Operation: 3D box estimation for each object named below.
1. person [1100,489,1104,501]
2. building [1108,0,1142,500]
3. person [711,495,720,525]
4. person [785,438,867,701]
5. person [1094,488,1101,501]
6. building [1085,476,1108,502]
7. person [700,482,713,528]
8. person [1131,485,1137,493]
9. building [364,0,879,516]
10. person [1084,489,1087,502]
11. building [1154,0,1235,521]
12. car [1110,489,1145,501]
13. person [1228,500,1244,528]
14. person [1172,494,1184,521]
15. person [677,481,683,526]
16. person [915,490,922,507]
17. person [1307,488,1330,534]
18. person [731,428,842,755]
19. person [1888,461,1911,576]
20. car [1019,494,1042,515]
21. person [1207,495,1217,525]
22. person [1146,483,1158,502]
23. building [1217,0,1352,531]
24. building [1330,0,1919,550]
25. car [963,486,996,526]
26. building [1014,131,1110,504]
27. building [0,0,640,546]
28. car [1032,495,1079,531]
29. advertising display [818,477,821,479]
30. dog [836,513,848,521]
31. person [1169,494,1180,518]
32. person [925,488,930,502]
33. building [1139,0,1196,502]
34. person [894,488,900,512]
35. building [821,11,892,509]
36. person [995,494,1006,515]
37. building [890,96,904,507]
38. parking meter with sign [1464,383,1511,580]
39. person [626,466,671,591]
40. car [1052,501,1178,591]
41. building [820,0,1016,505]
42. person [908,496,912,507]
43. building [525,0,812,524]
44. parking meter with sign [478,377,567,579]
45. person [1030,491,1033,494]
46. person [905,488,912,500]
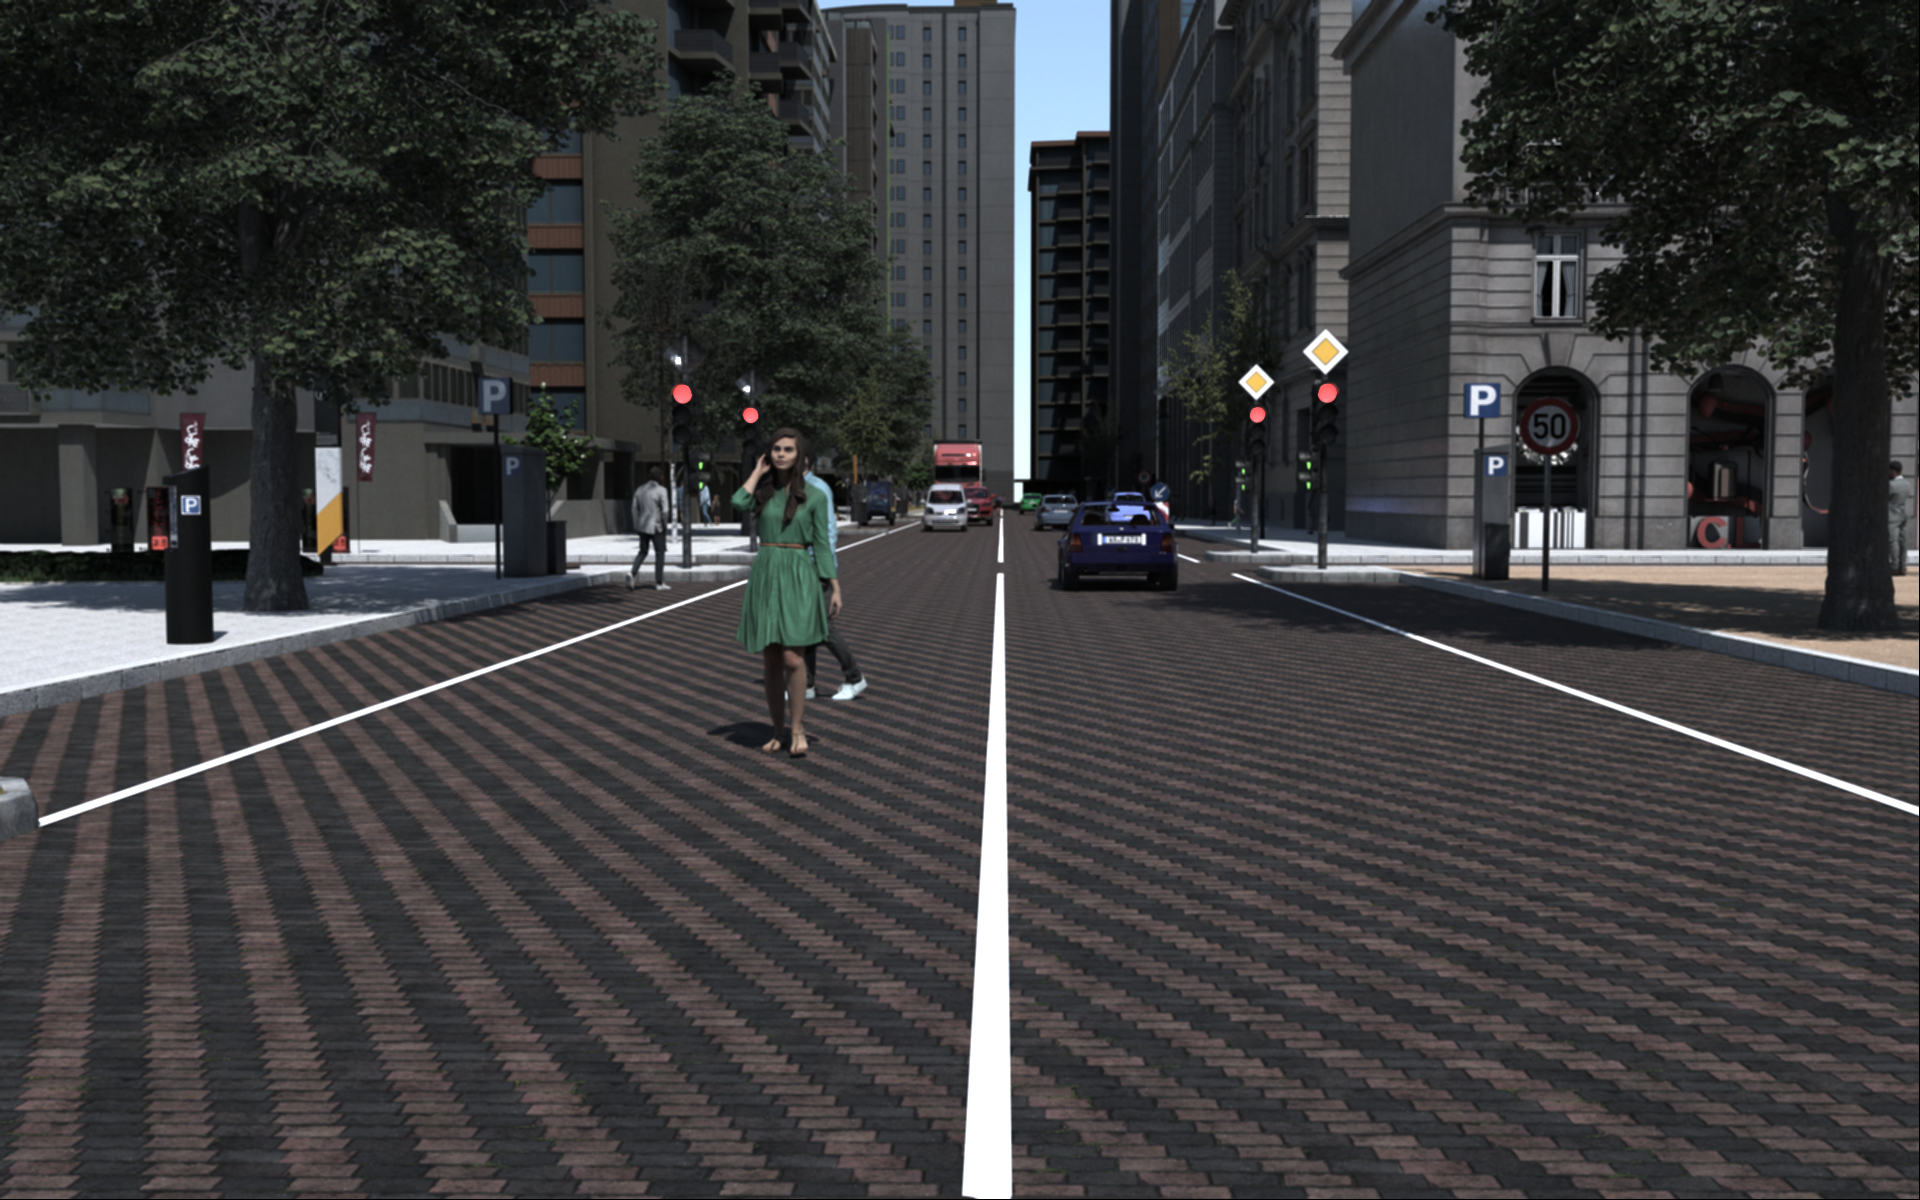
[{"bbox_3d":[12.010,-8.529,146.214,0.721,1.735,1.217,0,4,-7],"label":"person"},{"bbox_3d":[23.206,-36.996,146.880,21.231,58.520,28.212,0,4,1],"label":"building"},{"bbox_3d":[-10.094,-3.719,71.515,0.362,1.253,0.373,-3,5,-39],"label":"person"},{"bbox_3d":[-0.974,-0.216,12.056,0.620,1.820,0.660,-2,4,-32],"label":"person"},{"bbox_3d":[11.101,-8.155,140.055,0.721,1.739,1.217,2,4,30],"label":"person"},{"bbox_3d":[29.004,-29.478,173.841,32.217,40.220,23.993,0,4,1],"label":"building"},{"bbox_3d":[-9.663,-3.642,65.860,0.793,1.790,0.793,2,4,33],"label":"person"},{"bbox_3d":[9.850,-5.647,98.478,0.767,1.812,0.694,-1,4,-16],"label":"person"},{"bbox_3d":[-22.255,-26.503,125.213,32.217,40.220,23.993,0,4,1],"label":"building"},{"bbox_3d":[12.410,-10.098,171.115,0.705,1.831,1.348,0,3,0],"label":"person"},{"bbox_3d":[17.813,-19.545,97.061,11.434,29.767,29.804,0,4,1],"label":"building"},{"bbox_3d":[7.015,-3.864,72.765,1.945,1.707,3.694,0,4,1],"label":"car"},{"bbox_3d":[10.289,-3.317,64.519,0.590,1.304,0.306,0,4,3],"label":"person"},{"bbox_3d":[10.333,-4.385,82.003,0.640,1.303,0.475,2,4,29],"label":"person"},{"bbox_3d":[-11.234,-3.913,70.037,0.581,1.822,0.654,1,4,18],"label":"person"},{"bbox_3d":[-4.268,-10.374,176.114,0.683,1.767,0.568,-3,5,-42],"label":"person"},{"bbox_3d":[11.353,-2.992,55.060,0.694,1.812,0.767,-1,4,-20],"label":"person"},{"bbox_3d":[-0.953,-0.050,9.559,0.600,1.795,0.529,0,4,-5],"label":"person"},{"bbox_3d":[14.665,-1.287,27.271,0.466,1.800,0.511,3,5,45],"label":"person"},{"bbox_3d":[5.114,-6.936,122.197,1.959,1.807,4.718,0,4,3],"label":"car"},{"bbox_3d":[10.308,-3.676,70.819,0.373,1.253,0.362,2,4,24],"label":"person"},{"bbox_3d":[10.013,-5.238,91.468,0.755,1.850,0.659,-1,4,-12],"label":"person"},{"bbox_3d":[18.713,-17.312,70.438,14.401,28.519,23.554,0,4,1],"label":"building"},{"bbox_3d":[22.804,-12.400,44.538,24.055,21.916,13.314,0,4,1],"label":"building"},{"bbox_3d":[0.507,-4.324,79.366,2.281,1.827,5.304,0,4,1],"label":"car"},{"bbox_3d":[21.010,-33.847,208.017,28.867,44.769,22.147,0,4,1],"label":"building"},{"bbox_3d":[-27.122,-22.084,52.955,32.217,40.220,23.993,0,4,1],"label":"building"},{"bbox_3d":[3.862,-3.449,68.387,2.014,1.417,4.499,0,4,0],"label":"car"},{"bbox_3d":[-5.769,-3.719,66.020,0.974,1.923,0.123,0,4,-4],"label":"advertising display"},{"bbox_3d":[-5.708,-3.969,82.631,0.550,0.427,0.748,-3,4,-37],"label":"dog"},{"bbox_3d":[11.233,-4.932,90.946,0.640,1.303,0.475,0,4,6],"label":"person"},{"bbox_3d":[-2.027,-6.353,112.341,0.622,1.834,0.822,1,4,23],"label":"person"},{"bbox_3d":[20.669,-29.117,126.172,14.600,45.320,14.200,0,4,1],"label":"building"},{"bbox_3d":[-4.516,-7.191,124.281,0.551,1.740,0.621,1,4,13],"label":"person"},{"bbox_3d":[-13.208,-28.188,144.471,14.154,41.232,14.086,0,4,1],"label":"building"},{"bbox_3d":[2.714,-6.359,115.702,0.697,1.427,0.421,2,4,24],"label":"person"},{"bbox_3d":[-19.767,-31.874,175.771,28.867,44.769,22.147,0,4,1],"label":"building"},{"bbox_3d":[8.098,-1.847,26.461,0.543,3.016,1.738,0,4,7],"label":"parking meter with sign"},{"bbox_3d":[-4.615,-1.063,25.730,0.661,1.843,0.795,2,4,26],"label":"person"},{"bbox_3d":[2.415,-0.885,27.054,1.945,1.354,3.894,0,4,2],"label":"car"},{"bbox_3d":[-7.526,-40.741,208.111,28.212,58.520,21.231,0,4,1],"label":"building"},{"bbox_3d":[-5.081,-9.893,171.023,0.697,1.427,0.421,0,4,-5],"label":"person"},{"bbox_3d":[-19.280,-26.445,87.002,22.147,44.769,28.867,0,4,1],"label":"building"},{"bbox_3d":[-6.722,-1.869,26.827,0.543,3.016,1.738,1,4,17],"label":"parking meter with sign"},{"bbox_3d":[7.804,-10.941,187.400,0.705,1.822,1.348,2,4,32],"label":"person"},{"bbox_3d":[-4.080,-7.976,136.891,0.568,1.767,0.683,-1,4,-12],"label":"person"}]
